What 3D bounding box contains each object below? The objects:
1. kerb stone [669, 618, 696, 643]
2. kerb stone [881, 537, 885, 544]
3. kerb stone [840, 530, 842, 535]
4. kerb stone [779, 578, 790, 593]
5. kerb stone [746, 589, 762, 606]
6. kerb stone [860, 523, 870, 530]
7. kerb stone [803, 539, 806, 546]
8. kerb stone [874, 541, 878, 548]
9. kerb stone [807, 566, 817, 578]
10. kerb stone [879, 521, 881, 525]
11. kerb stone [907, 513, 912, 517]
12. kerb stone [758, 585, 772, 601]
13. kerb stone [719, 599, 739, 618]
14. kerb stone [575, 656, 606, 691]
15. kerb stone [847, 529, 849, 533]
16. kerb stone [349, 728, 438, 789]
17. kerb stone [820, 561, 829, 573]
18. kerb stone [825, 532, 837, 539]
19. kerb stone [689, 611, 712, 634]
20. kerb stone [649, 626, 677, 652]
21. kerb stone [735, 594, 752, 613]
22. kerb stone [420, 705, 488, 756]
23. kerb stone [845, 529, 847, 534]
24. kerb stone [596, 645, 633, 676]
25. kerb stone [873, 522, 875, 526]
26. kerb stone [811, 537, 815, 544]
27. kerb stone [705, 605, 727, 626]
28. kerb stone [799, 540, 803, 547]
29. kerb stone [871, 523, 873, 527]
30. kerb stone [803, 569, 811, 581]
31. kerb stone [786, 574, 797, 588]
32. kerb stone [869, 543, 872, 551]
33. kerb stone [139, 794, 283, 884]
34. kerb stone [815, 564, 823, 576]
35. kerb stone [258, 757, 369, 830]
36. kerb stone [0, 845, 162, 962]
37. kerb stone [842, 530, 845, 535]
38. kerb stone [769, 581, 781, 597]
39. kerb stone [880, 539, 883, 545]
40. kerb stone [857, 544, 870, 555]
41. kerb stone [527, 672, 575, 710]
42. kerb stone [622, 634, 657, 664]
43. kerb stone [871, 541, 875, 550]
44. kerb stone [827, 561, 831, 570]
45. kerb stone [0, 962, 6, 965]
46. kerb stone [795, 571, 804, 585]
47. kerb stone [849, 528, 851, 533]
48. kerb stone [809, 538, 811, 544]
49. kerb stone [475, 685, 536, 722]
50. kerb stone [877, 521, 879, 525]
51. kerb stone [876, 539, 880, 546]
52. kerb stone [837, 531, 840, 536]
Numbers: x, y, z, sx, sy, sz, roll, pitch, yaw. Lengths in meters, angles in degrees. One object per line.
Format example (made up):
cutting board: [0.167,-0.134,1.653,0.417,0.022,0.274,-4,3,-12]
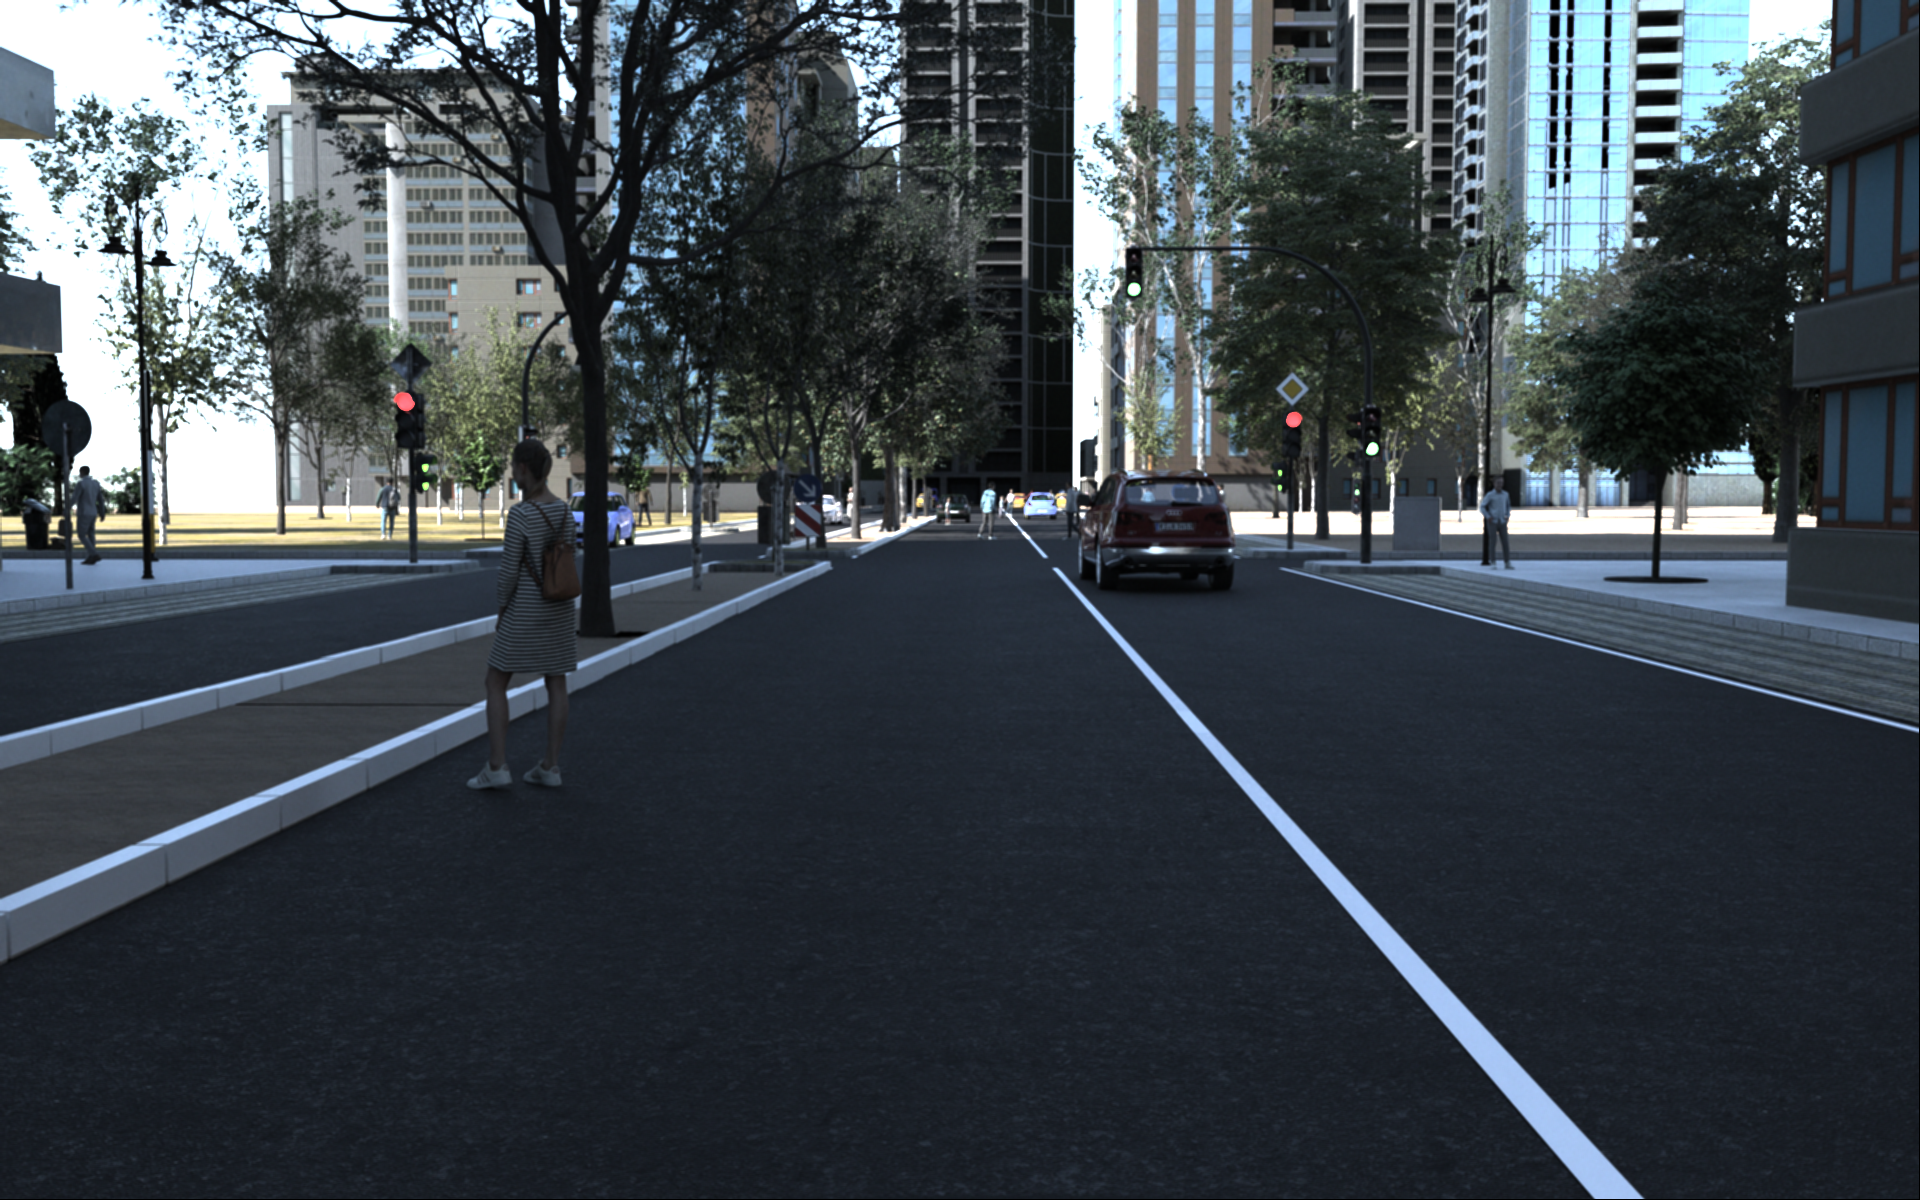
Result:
kerb stone: [-2.777,0.313,17.099,0.120,0.150,1.000,0,4,1]
kerb stone: [-2.260,-1.604,48.414,0.120,0.150,1.000,0,4,1]
kerb stone: [-4.187,-2.229,58.680,0.120,0.150,1.000,0,4,1]
kerb stone: [-2.644,-0.186,25.288,0.120,0.150,1.000,0,4,1]
kerb stone: [-2.696,-0.001,22.214,0.120,0.150,1.000,0,4,1]
kerb stone: [-3.958,-3.046,72.012,0.120,0.150,1.000,0,4,1]
kerb stone: [-4.371,-1.543,47.417,0.120,0.150,1.000,0,4,1]
kerb stone: [-2.308,-1.412,45.339,0.120,0.150,1.000,0,4,1]
kerb stone: [-2.576,-0.440,29.382,0.120,0.150,1.000,0,4,1]
kerb stone: [-3.837,-3.485,79.181,0.120,0.150,1.000,0,4,1]
kerb stone: [-3.250,-5.615,114.003,0.120,0.150,1.000,0,4,1]
kerb stone: [-2.682,-0.064,23.236,0.120,0.150,1.000,0,4,1]
kerb stone: [-2.733,0.124,20.168,0.120,0.150,1.000,0,4,1]
kerb stone: [-2.849,0.562,13.005,0.120,0.150,1.000,0,4,1]
kerb stone: [-4.133,-2.419,61.755,0.120,0.150,1.000,0,4,1]
kerb stone: [-2.918,0.813,8.902,0.120,0.150,1.000,0,4,1]
kerb stone: [-2.536,-0.565,31.428,0.120,0.150,1.000,0,4,1]
kerb stone: [-4.220,-2.103,56.632,0.120,0.150,1.000,0,4,1]
kerb stone: [-2.759,0.251,18.123,0.120,0.150,1.000,0,4,1]
kerb stone: [-2.801,0.374,16.078,0.120,0.150,1.000,0,4,1]
kerb stone: [-2.707,0.063,21.192,0.120,0.150,1.000,0,4,1]
kerb stone: [-2.904,0.752,9.924,0.120,0.150,1.000,0,4,1]
kerb stone: [-4.149,-2.357,60.728,0.120,0.150,1.000,0,4,1]
kerb stone: [-2.836,0.502,14.030,0.120,0.150,1.000,0,4,1]
kerb stone: [-3.906,-3.235,75.089,0.120,0.150,1.000,0,4,1]
kerb stone: [-4.331,-1.668,49.461,0.120,0.150,1.000,0,4,1]
kerb stone: [-2.746,0.187,19.145,0.120,0.150,1.000,0,4,1]
kerb stone: [-4.391,-1.478,46.395,0.120,0.150,1.000,0,4,1]
kerb stone: [-3.921,-3.173,74.067,0.120,0.150,1.000,0,4,1]
kerb stone: [-2.599,-0.377,28.360,0.120,0.150,1.000,0,4,1]
kerb stone: [-2.625,-0.252,26.314,0.120,0.150,1.000,0,4,1]
kerb stone: [-2.347,-1.290,43.289,0.120,0.150,1.000,0,4,1]
kerb stone: [-2.954,0.939,6.851,0.120,0.150,1.000,0,4,1]
kerb stone: [-2.552,-0.501,30.403,0.120,0.150,1.000,0,4,1]
kerb stone: [-2.937,0.876,7.873,0.120,0.150,1.000,0,4,1]
kerb stone: [-2.972,1.001,5.829,0.120,0.150,1.000,0,4,1]
kerb stone: [-4.161,-2.294,59.701,0.120,0.150,1.000,0,4,1]
kerb stone: [-2.660,-0.126,24.259,0.120,0.150,1.000,0,4,1]
kerb stone: [-2.275,-1.537,47.391,0.120,0.150,1.000,0,4,1]
kerb stone: [-2.357,-1.228,42.267,0.120,0.150,1.000,0,4,1]
kerb stone: [-2.863,0.630,11.979,0.120,0.150,1.000,0,4,1]
kerb stone: [-2.813,0.437,15.051,0.120,0.150,1.000,0,4,1]
kerb stone: [-2.324,-1.352,44.317,0.120,0.150,1.000,0,4,1]
kerb stone: [-2.525,-0.627,32.450,0.120,0.150,1.000,0,4,1]
kerb stone: [-2.986,1.064,4.803,0.120,0.150,1.000,0,4,1]
kerb stone: [-2.610,-0.315,27.338,0.120,0.150,1.000,0,4,1]
kerb stone: [-4.117,-2.482,62.779,0.120,0.150,1.000,0,4,1]
kerb stone: [-4.355,-1.603,48.440,0.120,0.150,1.000,0,4,1]
kerb stone: [-2.890,0.687,10.957,0.120,0.150,1.000,0,4,1]
kerb stone: [-3.861,-3.414,78.159,0.120,0.150,1.000,0,4,1]
kerb stone: [-2.299,-1.478,46.363,0.120,0.150,1.000,0,4,1]
kerb stone: [-4.198,-2.169,57.654,0.120,0.150,1.000,0,4,1]
